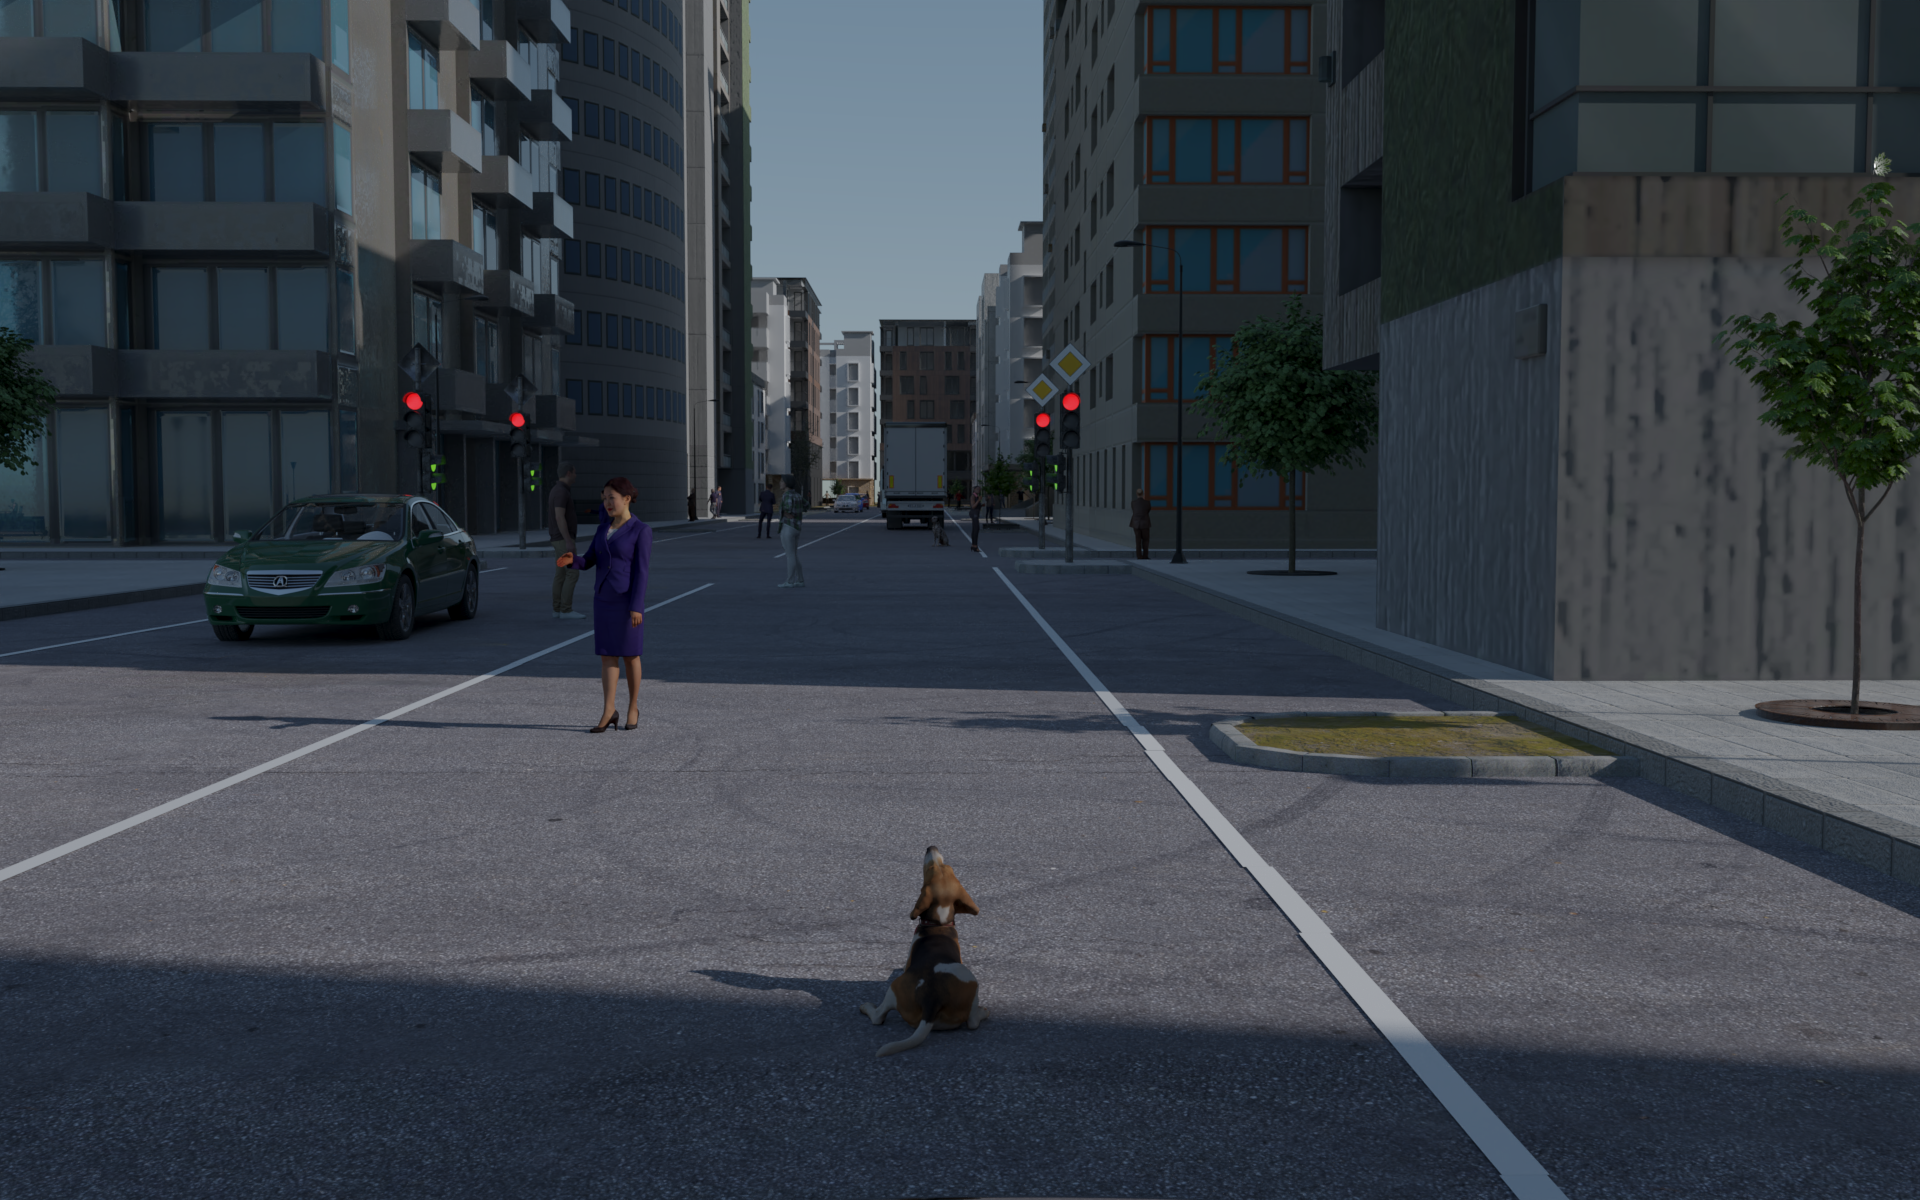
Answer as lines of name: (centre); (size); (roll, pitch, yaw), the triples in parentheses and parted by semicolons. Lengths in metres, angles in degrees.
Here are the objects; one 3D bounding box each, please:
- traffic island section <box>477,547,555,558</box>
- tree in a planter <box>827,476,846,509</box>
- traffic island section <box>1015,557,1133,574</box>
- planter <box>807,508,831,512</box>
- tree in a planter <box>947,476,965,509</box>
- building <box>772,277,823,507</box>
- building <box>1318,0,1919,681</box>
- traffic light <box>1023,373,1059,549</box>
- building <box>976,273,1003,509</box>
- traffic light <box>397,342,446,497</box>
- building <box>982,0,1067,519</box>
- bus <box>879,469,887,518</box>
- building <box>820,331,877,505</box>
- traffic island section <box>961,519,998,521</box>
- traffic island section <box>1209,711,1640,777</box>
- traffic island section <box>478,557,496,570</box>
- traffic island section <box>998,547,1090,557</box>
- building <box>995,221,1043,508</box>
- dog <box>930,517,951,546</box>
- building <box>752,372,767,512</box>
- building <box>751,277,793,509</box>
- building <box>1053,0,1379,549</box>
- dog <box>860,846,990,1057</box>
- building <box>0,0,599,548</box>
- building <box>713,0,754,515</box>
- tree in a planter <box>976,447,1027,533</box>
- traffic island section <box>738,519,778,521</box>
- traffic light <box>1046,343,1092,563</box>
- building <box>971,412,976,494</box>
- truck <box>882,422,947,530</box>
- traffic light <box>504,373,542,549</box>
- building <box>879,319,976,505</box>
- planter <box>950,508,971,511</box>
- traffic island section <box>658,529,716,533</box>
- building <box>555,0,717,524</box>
traffic island section: (-10.169, -1.096, 40.206); (2.009, 0.180, 2.903); (0, 4, -1)
tree in a planter: (-12.062, -10.550, 169.722); (1.991, 3.239, 1.994); (0, 4, -1)
traffic island section: (2.067, -0.620, 32.424); (2.009, 0.180, 2.903); (0, 4, -1)
planter: (-11.586, -7.394, 142.037); (1.991, 0.319, 1.994); (0, 4, -1)
tree in a planter: (-0.307, -10.598, 170.496); (1.991, 3.239, 1.994); (0, 4, -1)
building: (-31.030, -20.371, 177.034); (32.646, 21.610, 27.936); (0, 4, -1)
building: (10.974, -15.059, 17.916); (14.160, 30.474, 14.107); (0, 4, -1)
traffic light: (1.890, -3.142, 40.293); (0.839, 4.253, 0.868); (0, 4, -1)
building: (10.181, -17.183, 147.393); (16.747, 18.905, 31.486); (0, 4, -1)
traffic light: (-9.992, -2.640, 32.088); (0.839, 4.253, 0.868); (0, 4, -1)
building: (17.615, -25.166, 103.340); (32.217, 40.220, 23.993); (0, 4, -1)
bus: (-3.656, -6.955, 108.569); (2.948, 3.499, 13.247); (0, 4, -2)
building: (-15.860, -21.448, 207.097); (11.380, 20.091, 16.016); (0, 4, -1)
traffic island section: (1.026, -4.286, 92.943); (1.991, 0.108, 1.994); (0, 4, -1)
traffic island section: (2.457, 0.802, 9.760); (1.991, 0.108, 1.994); (0, 4, -1)
traffic island section: (-10.032, -0.608, 32.222); (2.009, 0.180, 2.903); (0, 4, -1)
traffic island section: (1.930, -1.109, 40.408); (2.009, 0.180, 2.903); (0, 4, -1)
building: (10.674, -16.486, 125.968); (16.016, 20.091, 11.380); (0, 4, -1)
dog: (-0.426, -1.876, 47.516); (0.800, 0.831, 0.513); (0, 4, -4)
building: (-18.981, -11.467, 129.635); (9.099, 9.664, 28.070); (0, 4, -1)
building: (-22.578, -17.906, 149.177); (16.016, 20.091, 11.380); (0, 4, -1)
building: (18.321, -12.766, 53.769); (28.899, 21.520, 27.650); (0, 4, -1)
dog: (-0.142, 0.941, 4.816); (0.550, 0.427, 0.748); (3, 5, 40)
building: (-24.996, -26.551, 53.713); (23.786, 49.044, 30.456); (0, 4, -1)
building: (-20.347, -25.773, 104.980); (14.154, 41.232, 14.086); (0, 4, -1)
tree in a planter: (1.508, -4.156, 65.169); (1.991, 3.239, 1.994); (0, 4, -1)
traffic island section: (-10.739, -4.260, 92.521); (1.991, 0.108, 1.994); (0, 4, -1)
traffic light: (2.027, -2.654, 32.309); (0.839, 4.253, 0.868); (0, 4, -1)
building: (5.987, -14.425, 178.002); (9.099, 9.664, 28.070); (0, 4, -1)
truck: (-1.913, -5.145, 73.040); (2.839, 4.237, 11.283); (0, 4, -2)
traffic light: (-10.129, -3.129, 40.072); (0.839, 4.253, 0.868); (0, 4, -1)
building: (6.676, -22.588, 213.284); (32.646, 21.610, 27.936); (0, 4, -1)
planter: (0.186, -7.448, 142.908); (1.991, 0.319, 1.994); (0, 4, -1)
traffic island section: (-10.282, -2.609, 65.523); (1.991, 0.108, 1.994); (0, 4, -1)
building: (-24.169, -33.106, 83.275); (21.231, 58.520, 28.212); (0, 4, -1)
